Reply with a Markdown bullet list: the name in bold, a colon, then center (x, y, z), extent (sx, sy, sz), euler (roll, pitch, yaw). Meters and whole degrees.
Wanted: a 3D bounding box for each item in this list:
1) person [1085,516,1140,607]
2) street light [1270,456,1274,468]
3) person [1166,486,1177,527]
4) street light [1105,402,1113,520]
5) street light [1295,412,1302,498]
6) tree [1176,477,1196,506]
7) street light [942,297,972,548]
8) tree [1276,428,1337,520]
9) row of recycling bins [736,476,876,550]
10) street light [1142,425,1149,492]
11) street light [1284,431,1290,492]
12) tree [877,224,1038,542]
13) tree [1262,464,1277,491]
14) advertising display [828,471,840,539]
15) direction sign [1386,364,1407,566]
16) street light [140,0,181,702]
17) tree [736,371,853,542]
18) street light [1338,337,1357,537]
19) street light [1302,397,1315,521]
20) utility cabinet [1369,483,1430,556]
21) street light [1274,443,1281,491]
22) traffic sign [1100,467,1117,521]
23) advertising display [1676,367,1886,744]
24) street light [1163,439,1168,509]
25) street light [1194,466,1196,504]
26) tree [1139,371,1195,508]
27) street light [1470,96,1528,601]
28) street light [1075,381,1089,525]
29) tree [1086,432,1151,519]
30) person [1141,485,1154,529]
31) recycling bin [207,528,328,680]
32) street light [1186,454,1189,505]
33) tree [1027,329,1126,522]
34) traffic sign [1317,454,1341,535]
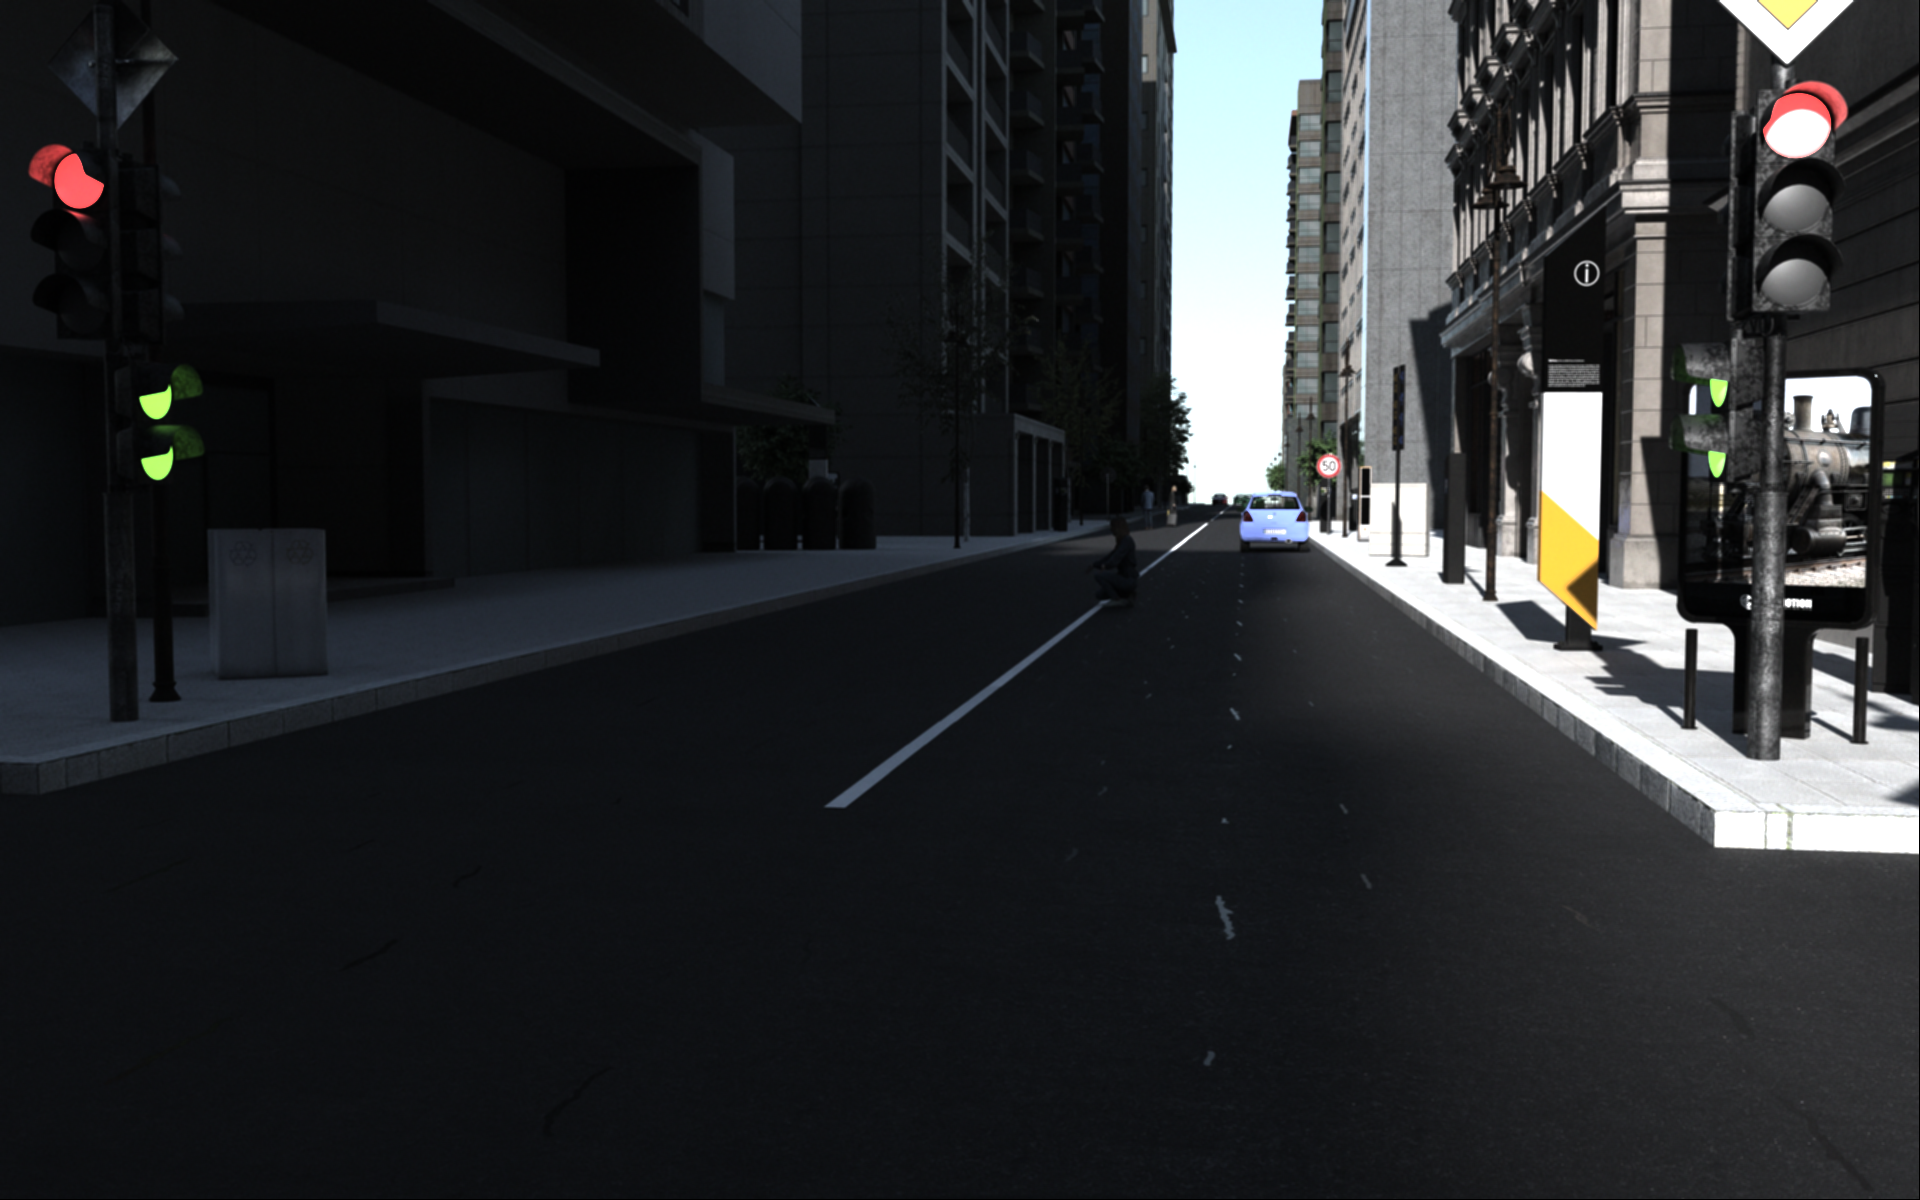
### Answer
- **person**: center (1.925, -0.494, 22.075), extent (0.738, 1.151, 1.012), euler (1, 4, 8)
- **street light**: center (32.396, -12.556, 178.080), extent (0.468, 5.910, 1.993), euler (1, 4, 9)
- **person**: center (9.315, -4.129, 76.221), extent (0.699, 1.804, 1.509), euler (1, 4, 20)
- **street light**: center (7.352, -6.896, 85.543), extent (0.468, 5.910, 1.993), euler (1, 4, 9)
- **street light**: center (19.038, -7.614, 97.275), extent (0.468, 5.910, 1.993), euler (1, 4, 9)
- **tree**: center (24.959, -12.106, 192.535), extent (1.663, 3.219, 1.824), euler (0, 3, 0)
- **street light**: center (-0.069, -4.162, 40.838), extent (0.468, 5.910, 1.993), euler (1, 4, 9)
- **tree**: center (18.402, -6.278, 86.360), extent (4.285, 4.588, 4.351), euler (0, 3, 0)
- **row of recycling bins**: center (-3.687, -2.017, 40.089), extent (3.534, 1.692, 1.069), euler (-1, 4, -14)
- **street light**: center (12.372, -8.739, 115.672), extent (0.468, 5.910, 1.993), euler (1, 4, 9)
- **street light**: center (24.051, -9.460, 127.463), extent (0.468, 5.910, 1.993), euler (1, 4, 9)
- **tree**: center (-0.057, -5.887, 46.609), extent (4.360, 8.622, 3.978), euler (0, 3, 0)
- **tree**: center (30.441, -11.066, 164.636), extent (4.285, 4.588, 4.351), euler (0, 3, 0)
- **advertising display**: center (-3.902, -2.713, 49.574), extent (0.974, 1.923, 0.123), euler (1, 4, 16)
- **direction sign**: center (7.778, -2.371, 30.762), extent (0.379, 3.537, 0.876), euler (0, 4, 3)
- **street light**: center (-4.939, -2.312, 10.581), extent (0.468, 5.910, 1.993), euler (1, 4, 9)
- **tree**: center (-4.564, -3.832, 46.374), extent (4.285, 4.588, 4.351), euler (0, 3, 0)
- **street light**: center (11.439, -4.803, 51.312), extent (0.468, 5.910, 1.993), euler (1, 4, 9)
- **street light**: center (16.458, -6.643, 81.393), extent (0.468, 5.910, 1.993), euler (1, 4, 9)
- **utility cabinet**: center (9.077, -1.656, 35.756), extent (1.173, 1.500, 0.318), euler (2, 4, 30)
- **street light**: center (29.047, -11.300, 157.547), extent (0.468, 5.910, 1.993), euler (1, 4, 9)
- **traffic sign**: center (6.944, -4.958, 81.162), extent (0.768, 2.556, 0.104), euler (1, 4, 15)
- **advertising display**: center (4.308, -0.240, 9.143), extent (0.974, 1.923, 0.123), euler (3, 5, 41)
- **street light**: center (17.279, -10.581, 145.788), extent (0.468, 5.910, 1.993), euler (1, 4, 9)
- **street light**: center (30.982, -15.643, 228.553), extent (0.468, 5.910, 1.993), euler (1, 4, 9)
- **tree**: center (18.211, -14.796, 160.046), extent (7.486, 12.596, 7.792), euler (0, 3, 0)
- **street light**: center (6.384, -2.929, 20.671), extent (0.468, 5.910, 1.993), euler (1, 4, 9)
- **street light**: center (4.981, -6.002, 70.913), extent (0.468, 5.910, 1.993), euler (1, 4, 9)
- **tree**: center (8.327, -6.561, 90.991), extent (4.285, 4.588, 4.351), euler (0, 3, 0)
- **person**: center (7.618, -3.766, 70.257), extent (0.721, 1.800, 0.419), euler (-2, 4, -31)
- **recycling bin**: center (-4.944, 0.012, 12.362), extent (0.722, 1.027, 0.722), euler (-2, 4, -28)
- **street light**: center (26.014, -13.782, 198.122), extent (0.468, 5.910, 1.993), euler (1, 4, 9)
- **tree**: center (5.178, -7.809, 78.040), extent (4.737, 8.622, 4.395), euler (0, 3, 0)
- **traffic sign**: center (11.680, -3.350, 54.879), extent (0.768, 2.556, 0.104), euler (1, 4, 15)
